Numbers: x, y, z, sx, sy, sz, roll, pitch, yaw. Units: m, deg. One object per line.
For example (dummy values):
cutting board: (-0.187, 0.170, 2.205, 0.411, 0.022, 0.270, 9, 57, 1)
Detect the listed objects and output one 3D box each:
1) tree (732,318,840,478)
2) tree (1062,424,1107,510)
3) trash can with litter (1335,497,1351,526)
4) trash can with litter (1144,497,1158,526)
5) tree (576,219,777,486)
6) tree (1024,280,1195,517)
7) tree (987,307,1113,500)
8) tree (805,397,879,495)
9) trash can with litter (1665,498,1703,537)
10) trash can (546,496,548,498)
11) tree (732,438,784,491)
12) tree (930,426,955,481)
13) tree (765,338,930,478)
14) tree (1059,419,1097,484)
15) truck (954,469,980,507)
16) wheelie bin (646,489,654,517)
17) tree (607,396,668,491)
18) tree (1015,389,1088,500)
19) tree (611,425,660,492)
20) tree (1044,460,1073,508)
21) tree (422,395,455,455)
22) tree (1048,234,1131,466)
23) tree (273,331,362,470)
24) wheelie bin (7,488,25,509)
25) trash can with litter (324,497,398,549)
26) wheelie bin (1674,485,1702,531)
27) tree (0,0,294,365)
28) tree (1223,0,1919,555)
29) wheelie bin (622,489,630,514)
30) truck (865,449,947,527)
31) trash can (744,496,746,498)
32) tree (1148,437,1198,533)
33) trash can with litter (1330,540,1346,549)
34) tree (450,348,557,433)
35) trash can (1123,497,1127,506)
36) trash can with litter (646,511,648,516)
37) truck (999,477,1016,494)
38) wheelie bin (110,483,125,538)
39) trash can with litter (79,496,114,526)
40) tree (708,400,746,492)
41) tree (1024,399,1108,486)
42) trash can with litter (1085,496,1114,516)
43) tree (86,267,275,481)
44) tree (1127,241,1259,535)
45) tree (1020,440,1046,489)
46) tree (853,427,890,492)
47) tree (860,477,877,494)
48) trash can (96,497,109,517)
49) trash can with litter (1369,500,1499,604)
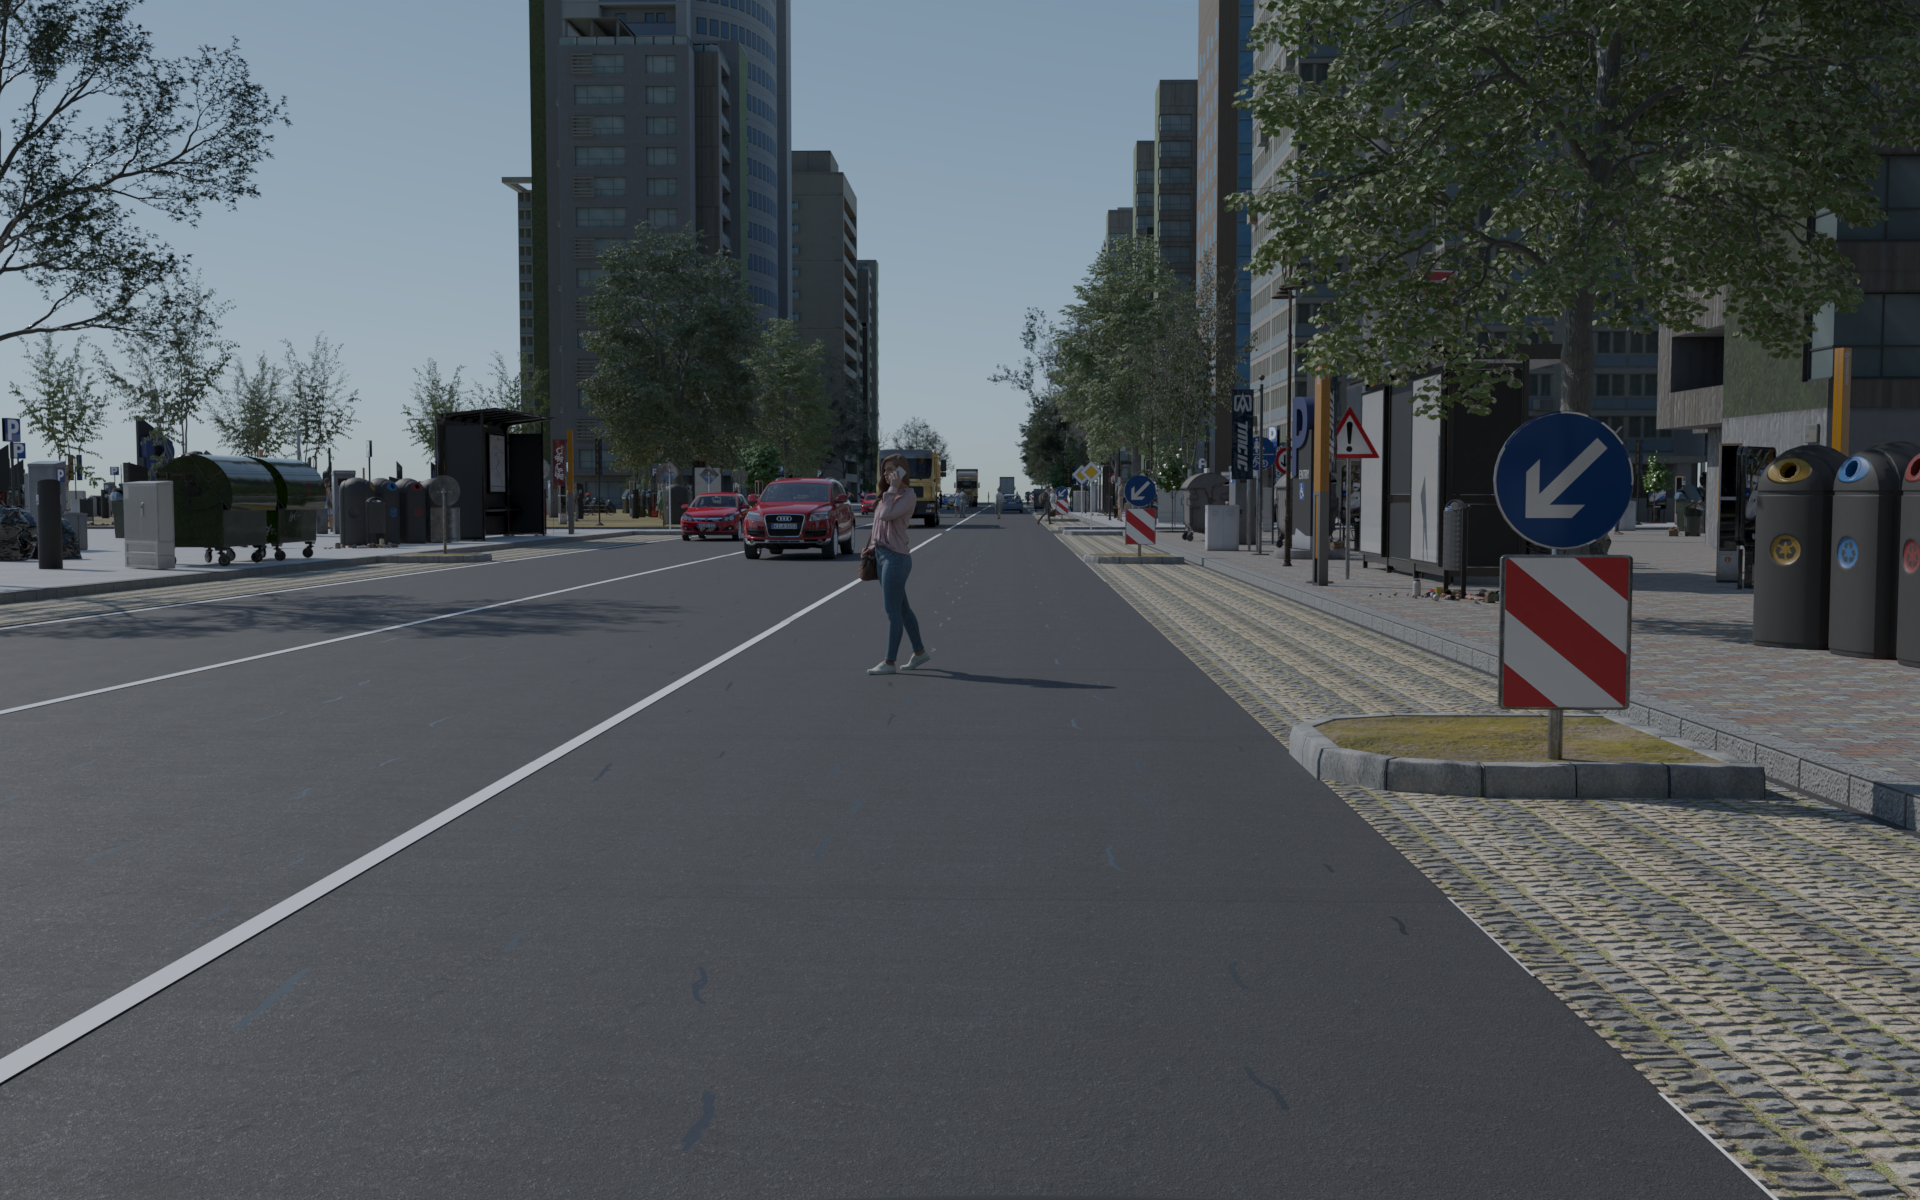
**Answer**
tree: (-11.540, -11.871, 112.218, 7.486, 12.596, 7.792, 0, 3, 0)
tree: (9.723, -11.024, 130.607, 4.360, 8.622, 3.978, 0, 3, 0)
trash can with litter: (15.598, -3.645, 70.661, 2.233, 1.210, 1.678, 0, 4, -6)
trash can with litter: (7.454, -3.569, 69.740, 1.055, 1.170, 0.624, 1, 4, 9)
tree: (-13.079, -10.571, 79.491, 9.857, 13.997, 8.962, 0, 3, 0)
tree: (8.834, -11.517, 98.674, 12.009, 13.543, 11.850, 0, 3, 0)
tree: (9.532, -19.585, 176.097, 12.611, 20.169, 13.585, 0, 3, 0)
tree: (-10.844, -13.853, 160.913, 7.601, 10.594, 8.767, 1, 4, 15)
trash can with litter: (21.873, -2.502, 52.294, 1.055, 1.170, 0.624, 2, 4, 25)
trash can: (-27.184, -6.341, 115.323, 0.748, 1.137, 0.748, 0, 3, 0)
tree: (-11.635, -7.099, 99.786, 4.285, 4.588, 4.351, 0, 3, 0)
tree: (-6.627, -21.899, 268.422, 12.009, 13.543, 11.850, 0, 3, 0)
tree: (-10.966, -13.775, 135.588, 12.009, 13.543, 11.850, 0, 3, 0)
tree: (9.751, -11.384, 136.484, 4.737, 8.622, 4.395, 0, 3, 0)
truck: (0.794, -12.566, 194.370, 2.839, 4.237, 11.283, 0, 4, 0)
wheelie bin: (-17.295, -5.468, 97.315, 0.693, 1.594, 0.980, -1, 4, -9)
tree: (-24.169, -10.944, 129.302, 4.737, 8.622, 4.395, 0, 3, 0)
tree: (11.869, -18.294, 205.765, 9.857, 13.997, 8.962, 0, 3, 0)
tree: (-25.684, -11.481, 138.077, 4.360, 8.622, 3.978, 0, 3, 0)
tree: (9.613, -11.031, 164.073, 4.285, 4.588, 4.351, 0, 3, 0)
tree: (-37.601, -10.797, 126.893, 4.360, 8.622, 3.978, 0, 3, 0)
tree: (7.346, -9.678, 76.362, 7.486, 12.596, 7.792, 0, 3, 0)
tree: (-29.425, -7.849, 78.695, 4.360, 8.622, 3.978, 0, 3, 0)
wheelie bin: (-46.931, -4.785, 86.142, 0.980, 1.594, 0.693, 0, 4, -2)
trash can with litter: (-14.288, -1.844, 41.206, 1.678, 1.210, 2.233, 3, 4, 36)
wheelie bin: (24.961, -3.153, 59.458, 0.980, 1.594, 0.693, -2, 4, -31)
tree: (-14.129, -5.496, 24.272, 7.601, 10.594, 8.767, 2, 4, 27)
tree: (6.701, -6.070, 17.370, 7.486, 12.596, 7.792, 0, 3, 0)
wheelie bin: (-21.850, -6.490, 114.026, 0.693, 1.594, 0.980, -3, 4, -38)
truck: (-2.248, -4.970, 77.178, 3.469, 3.379, 9.791, 0, 4, 1)
trash can: (-13.643, -5.868, 107.598, 0.748, 1.137, 0.748, 0, 3, 0)
tree: (6.976, -3.863, 57.760, 1.663, 3.219, 1.824, 0, 3, 0)
trash can with litter: (7.678, -1.543, 36.613, 1.055, 1.170, 0.624, -2, 4, -24)
tree: (-22.392, -8.329, 86.549, 4.737, 8.622, 4.395, 0, 3, 0)
trash can: (13.720, -8.005, 142.531, 0.748, 1.137, 0.748, 0, 3, 0)
trash can with litter: (-18.763, -5.506, 101.406, 1.055, 1.170, 0.624, -2, 4, -34)
truck: (7.763, -18.140, 285.498, 2.839, 4.237, 11.283, 0, 4, 2)
wheelie bin: (-24.337, -2.606, 50.520, 0.693, 1.594, 0.980, 0, 4, 7)
trash can with litter: (-35.208, -3.648, 70.703, 1.678, 1.210, 2.233, 3, 4, 38)
tree: (-15.920, -10.497, 121.984, 4.737, 8.622, 4.395, 0, 3, 0)
tree: (10.105, -13.182, 149.933, 7.601, 10.594, 8.767, -2, 4, -29)
trash can with litter: (8.500, -5.586, 102.395, 2.233, 1.210, 1.678, 0, 3, 0)
tree: (-25.300, -6.442, 55.688, 4.360, 8.622, 3.978, 0, 3, 0)
tree: (6.779, -6.169, 51.226, 4.360, 8.622, 3.978, 0, 3, 0)
tree: (13.972, -22.510, 293.793, 9.928, 11.665, 9.643, 0, 3, 0)
tree: (-9.395, -14.664, 190.116, 4.360, 8.622, 3.978, 0, 3, 0)
tree: (-9.517, -11.219, 178.025, 1.663, 3.219, 1.824, 0, 3, 0)
trash can: (-48.553, -5.285, 98.064, 0.748, 1.137, 0.748, 0, 3, 0)
trash can with litter: (6.071, -0.608, 20.990, 1.678, 1.210, 2.233, -1, 4, -9)
